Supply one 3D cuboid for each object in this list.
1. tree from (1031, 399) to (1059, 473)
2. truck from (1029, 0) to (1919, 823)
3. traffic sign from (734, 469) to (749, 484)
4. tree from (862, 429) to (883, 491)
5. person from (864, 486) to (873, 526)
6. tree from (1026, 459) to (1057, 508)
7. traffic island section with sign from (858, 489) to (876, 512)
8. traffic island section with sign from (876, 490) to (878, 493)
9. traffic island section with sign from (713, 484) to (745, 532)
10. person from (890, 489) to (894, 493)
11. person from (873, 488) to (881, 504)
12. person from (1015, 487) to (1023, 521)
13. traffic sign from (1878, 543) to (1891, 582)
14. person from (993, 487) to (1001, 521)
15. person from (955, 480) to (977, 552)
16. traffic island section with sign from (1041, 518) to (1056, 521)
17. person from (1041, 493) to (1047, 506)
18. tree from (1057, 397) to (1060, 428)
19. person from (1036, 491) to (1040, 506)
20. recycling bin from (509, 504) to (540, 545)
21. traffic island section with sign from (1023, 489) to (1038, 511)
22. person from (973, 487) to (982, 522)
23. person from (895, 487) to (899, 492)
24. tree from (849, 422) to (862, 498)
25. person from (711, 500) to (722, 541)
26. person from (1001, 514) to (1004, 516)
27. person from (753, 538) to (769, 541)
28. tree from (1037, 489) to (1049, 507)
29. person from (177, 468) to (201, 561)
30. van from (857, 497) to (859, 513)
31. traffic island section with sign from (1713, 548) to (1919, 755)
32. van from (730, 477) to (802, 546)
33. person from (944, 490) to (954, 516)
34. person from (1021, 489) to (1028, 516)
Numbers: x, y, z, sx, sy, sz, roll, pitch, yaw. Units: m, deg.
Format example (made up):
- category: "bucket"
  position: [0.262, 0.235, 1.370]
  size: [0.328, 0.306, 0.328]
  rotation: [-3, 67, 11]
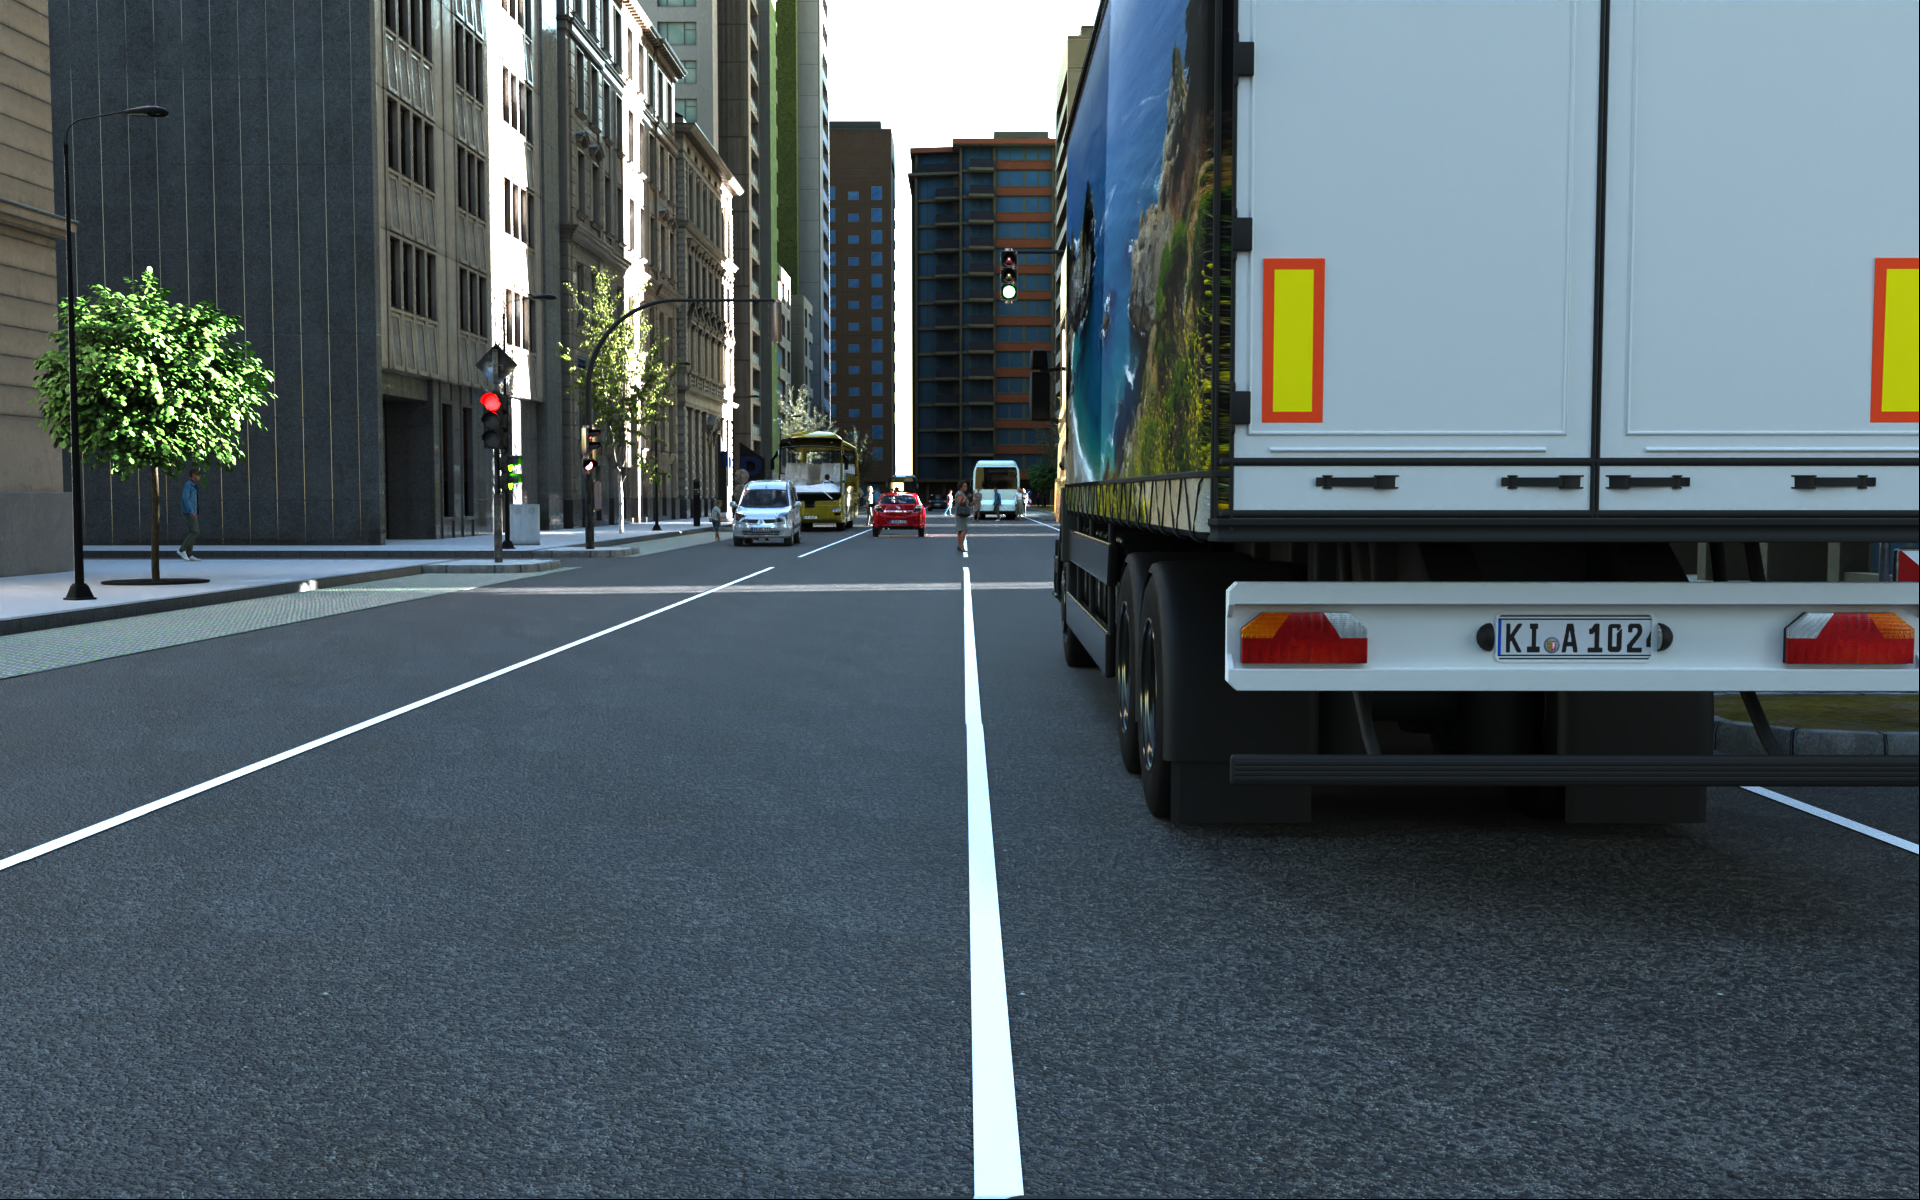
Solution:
- category: "tree"
  position: [7.357, -10.761, 126.308]
  size: [4.360, 8.622, 3.978]
  rotation: [0, 3, 0]
- category: "truck"
  position: [2.009, -1.347, 10.934]
  size: [2.839, 4.237, 11.283]
  rotation: [0, 4, 0]
- category: "traffic sign"
  position: [-10.994, -5.327, 87.210]
  size: [0.768, 2.556, 0.104]
  rotation: [0, 4, 2]
- category: "tree"
  position: [-10.735, -14.261, 183.532]
  size: [4.360, 8.622, 3.978]
  rotation: [0, 3, 0]
- category: "person"
  position: [-4.181, -4.284, 78.726]
  size: [0.526, 1.800, 0.537]
  rotation: [1, 4, 9]
- category: "tree"
  position: [7.719, -10.811, 160.470]
  size: [4.285, 4.588, 4.351]
  rotation: [0, 3, 0]
- category: "traffic island section with sign"
  position: [-8.185, -8.175, 142.281]
  size: [1.989, 1.847, 2.006]
  rotation: [0, 3, 0]
- category: "traffic island section with sign"
  position: [-8.142, -9.823, 169.236]
  size: [1.989, 1.847, 2.006]
  rotation: [0, 3, 0]
- category: "traffic island section with sign"
  position: [-8.309, -3.508, 65.980]
  size: [1.989, 1.847, 2.006]
  rotation: [0, 3, 0]
- category: "person"
  position: [-4.387, -6.431, 113.915]
  size: [0.850, 1.792, 0.678]
  rotation: [0, 4, -4]
- category: "person"
  position: [-5.165, -6.132, 109.099]
  size: [0.601, 1.785, 0.444]
  rotation: [1, 4, 14]
- category: "person"
  position: [3.097, -5.099, 92.087]
  size: [0.478, 1.798, 0.641]
  rotation: [-1, 4, -15]
- category: "traffic sign"
  position: [7.643, -0.867, 14.284]
  size: [0.768, 2.556, 0.104]
  rotation: [0, 4, 8]
- category: "person"
  position: [1.995, -5.074, 91.799]
  size: [0.444, 1.785, 0.601]
  rotation: [-1, 4, -12]
- category: "person"
  position: [0.122, -2.067, 42.659]
  size: [0.532, 1.782, 0.716]
  rotation: [1, 4, 12]
- category: "traffic island section with sign"
  position: [5.352, -5.122, 92.373]
  size: [1.989, 1.847, 2.006]
  rotation: [0, 3, 0]
- category: "person"
  position: [8.515, -10.336, 175.747]
  size: [0.721, 1.735, 1.217]
  rotation: [-1, 4, -20]
- category: "tree"
  position: [8.546, -10.431, 120.916]
  size: [4.737, 8.622, 4.395]
  rotation: [0, 3, 0]
- category: "person"
  position: [8.199, -10.784, 183.046]
  size: [0.721, 1.739, 1.217]
  rotation: [0, 4, -5]
- category: "recycling bin"
  position: [-11.012, -1.906, 43.717]
  size: [0.722, 1.027, 0.722]
  rotation: [-1, 4, -21]
- category: "traffic island section with sign"
  position: [5.448, -8.218, 142.995]
  size: [1.989, 1.847, 2.006]
  rotation: [0, 3, 0]
- category: "person"
  position: [0.907, -4.939, 89.599]
  size: [0.599, 1.781, 0.374]
  rotation: [-1, 4, -23]
- category: "person"
  position: [-3.167, -4.710, 85.845]
  size: [0.374, 1.781, 0.599]
  rotation: [0, 4, -4]
- category: "tree"
  position: [-10.292, -11.350, 135.929]
  size: [4.360, 8.622, 3.978]
  rotation: [0, 3, 0]
- category: "person"
  position: [-7.391, -2.412, 52.616]
  size: [0.352, 1.250, 0.332]
  rotation: [-1, 4, -12]
- category: "person"
  position: [3.044, -6.480, 114.715]
  size: [0.793, 1.790, 0.793]
  rotation: [-2, 4, -28]
- category: "person"
  position: [-6.126, -2.735, 53.612]
  size: [0.661, 1.777, 0.834]
  rotation: [-2, 4, -28]
- category: "tree"
  position: [8.259, -10.909, 172.957]
  size: [1.663, 3.219, 1.824]
  rotation: [0, 3, 0]
- category: "person"
  position: [-14.694, -1.629, 33.020]
  size: [0.444, 1.785, 0.601]
  rotation: [0, 4, -7]
- category: "van"
  position: [-8.400, -7.337, 126.973]
  size: [2.013, 2.044, 4.112]
  rotation: [0, 4, 0]
- category: "traffic island section with sign"
  position: [5.221, -0.091, 10.114]
  size: [1.989, 1.847, 2.006]
  rotation: [0, 3, 0]
- category: "van"
  position: [-5.447, -2.573, 49.074]
  size: [2.013, 2.044, 4.112]
  rotation: [0, 4, -1]
- category: "person"
  position: [-0.730, -6.483, 115.339]
  size: [0.643, 1.720, 0.563]
  rotation: [2, 4, 27]
- category: "person"
  position: [4.188, -6.409, 113.464]
  size: [0.537, 1.800, 0.526]
  rotation: [1, 4, 14]
